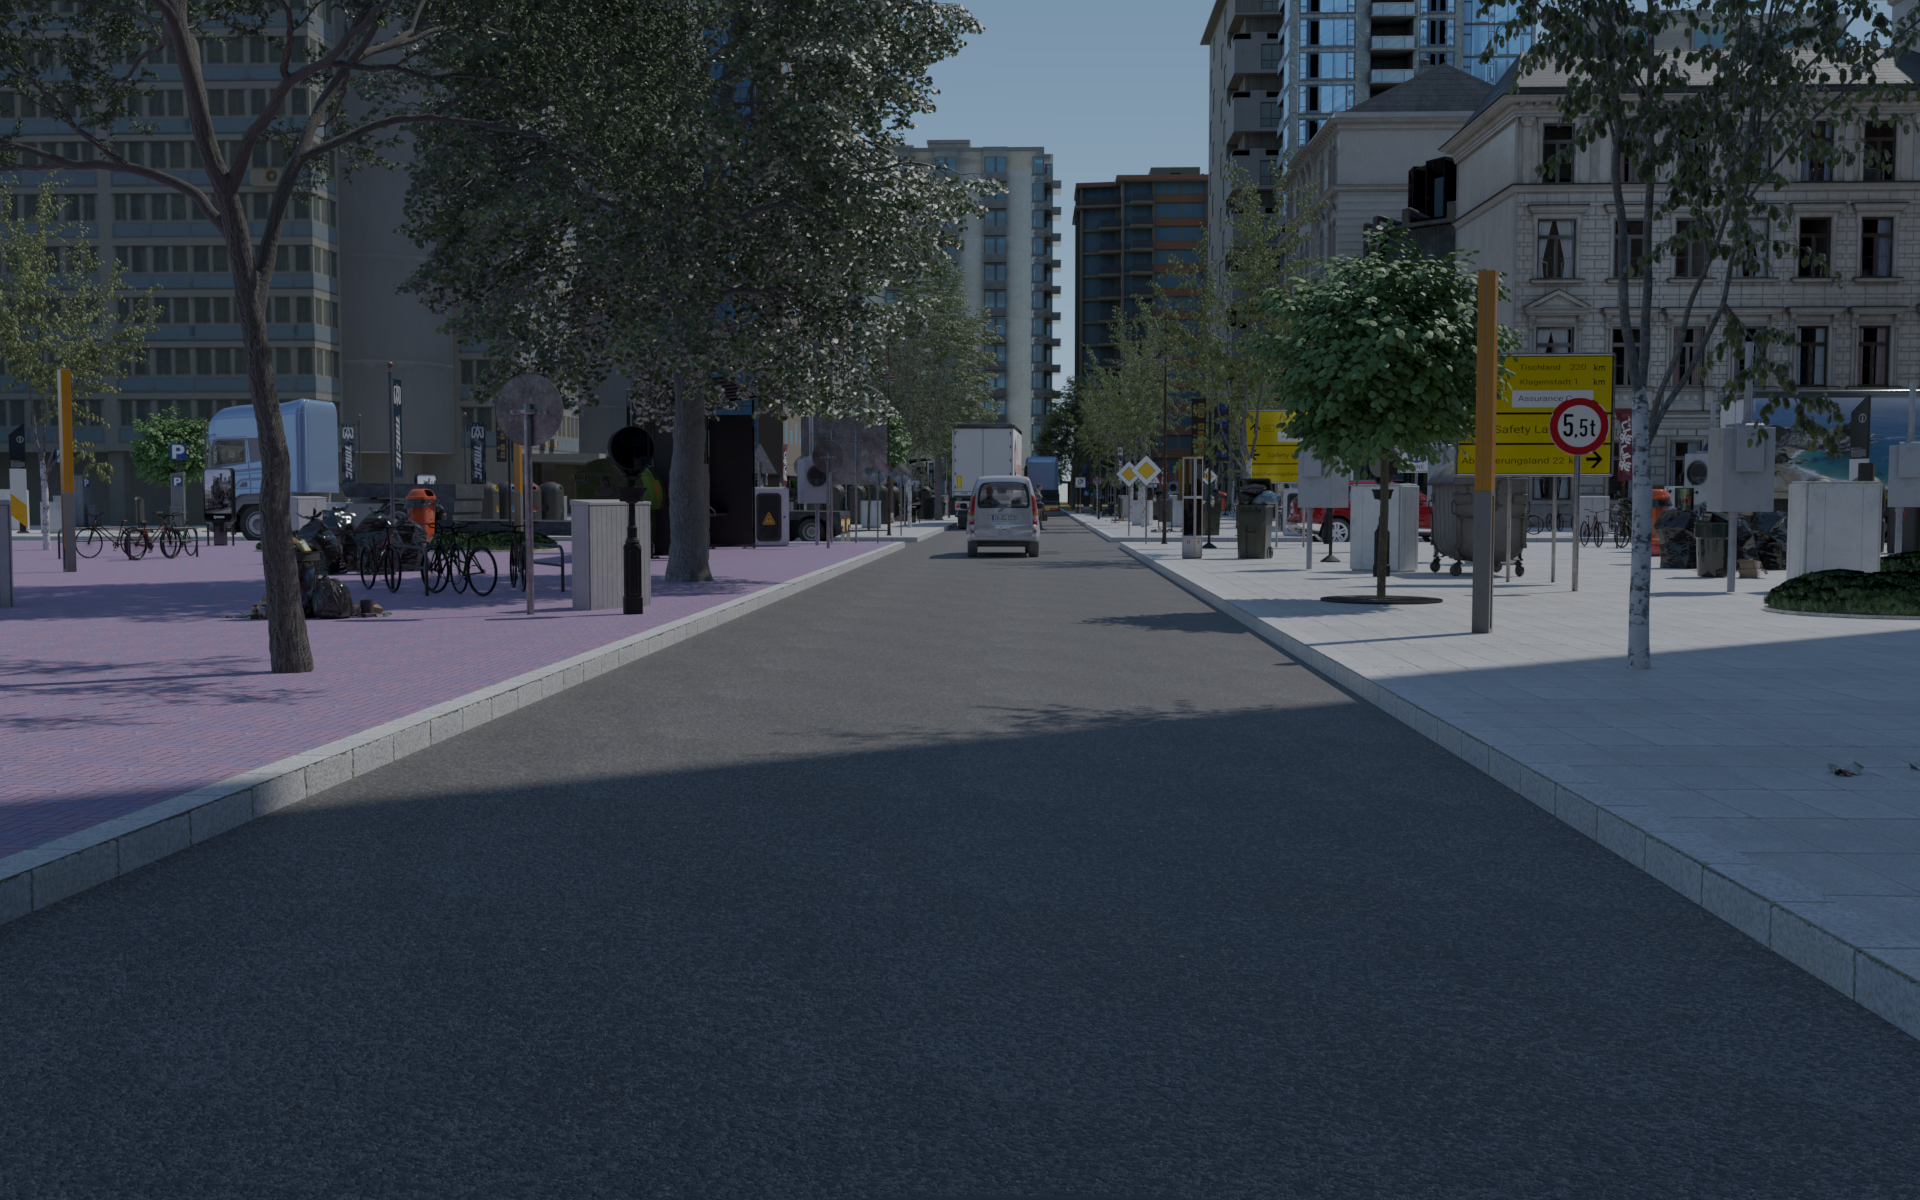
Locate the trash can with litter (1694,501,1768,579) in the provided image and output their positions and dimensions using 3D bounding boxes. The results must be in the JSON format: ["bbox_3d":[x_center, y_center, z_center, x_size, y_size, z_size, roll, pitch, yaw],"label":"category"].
[{"bbox_3d":[11.848,-0.931,26.610,1.055,1.170,0.624,2,4,32],"label":"trash can with litter"}]

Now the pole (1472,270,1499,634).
[{"bbox_3d":[4.828,-1.350,15.917,0.158,3.312,0.155,0,3,0],"label":"pole"}]

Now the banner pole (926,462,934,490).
[{"bbox_3d":[-2.154,-8.095,122.367,0.863,3.779,0.401,3,5,39],"label":"banner pole"}]

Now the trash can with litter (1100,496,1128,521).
[{"bbox_3d":[7.752,-4.357,82.294,1.678,1.210,2.233,1,4,12],"label":"trash can with litter"}]

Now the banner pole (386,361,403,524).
[{"bbox_3d":[-10.745,-2.628,32.982,0.401,3.779,0.863,0,4,2],"label":"banner pole"}]

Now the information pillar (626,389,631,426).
[{"bbox_3d":[-7.364,-2.886,38.547,0.183,3.616,0.504,-1,4,-10],"label":"information pillar"}]

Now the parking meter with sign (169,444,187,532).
[{"bbox_3d":[-26.890,-3.868,59.505,0.543,3.016,1.738,-1,4,-21],"label":"parking meter with sign"}]

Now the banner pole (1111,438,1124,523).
[{"bbox_3d":[6.983,-5.286,76.437,0.401,3.779,0.863,3,4,38],"label":"banner pole"}]

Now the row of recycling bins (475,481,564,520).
[{"bbox_3d":[-14.709,-3.086,57.573,1.069,1.692,3.534,3,4,37],"label":"row of recycling bins"}]

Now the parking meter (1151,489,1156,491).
[{"bbox_3d":[12.901,-6.706,115.360,0.399,1.863,0.255,0,4,-5],"label":"parking meter"}]

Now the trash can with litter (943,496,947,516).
[{"bbox_3d":[-1.302,-5.301,98.066,1.055,1.170,0.624,-1,4,-10],"label":"trash can with litter"}]

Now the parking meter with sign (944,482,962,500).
[{"bbox_3d":[-0.681,-7.017,110.989,1.738,3.016,0.543,1,4,13],"label":"parking meter with sign"}]

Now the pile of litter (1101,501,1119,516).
[{"bbox_3d":[8.938,-5.285,100.367,1.719,0.858,1.176,-1,4,-13],"label":"pile of litter"}]

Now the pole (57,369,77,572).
[{"bbox_3d":[-14.653,-2.114,28.414,0.158,3.312,0.155,0,3,0],"label":"pole"}]

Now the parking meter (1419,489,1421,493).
[{"bbox_3d":[19.738,-4.064,74.857,0.372,1.533,0.369,0,3,0],"label":"parking meter"}]

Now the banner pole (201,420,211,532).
[{"bbox_3d":[-25.488,-4.218,58.988,0.401,3.779,0.863,1,4,22],"label":"banner pole"}]

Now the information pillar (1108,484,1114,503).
[{"bbox_3d":[10.929,-7.390,125.314,0.304,2.012,0.304,-2,4,-35],"label":"information pillar"}]

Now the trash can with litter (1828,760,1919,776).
[{"bbox_3d":[4.973,0.226,7.355,2.233,1.210,1.678,3,5,43],"label":"trash can with litter"}]

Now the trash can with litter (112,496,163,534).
[{"bbox_3d":[-26.922,-2.778,56.483,1.678,1.210,2.233,-1,4,-16],"label":"trash can with litter"}]

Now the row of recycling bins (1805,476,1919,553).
[{"bbox_3d":[20.206,-1.880,37.846,3.534,1.692,1.069,3,5,43],"label":"row of recycling bins"}]

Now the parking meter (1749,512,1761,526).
[{"bbox_3d":[19.030,-2.012,41.300,0.372,1.533,0.369,0,3,0],"label":"parking meter"}]

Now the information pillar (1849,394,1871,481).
[{"bbox_3d":[21.216,-3.027,40.850,0.183,3.616,0.504,-1,4,-22],"label":"information pillar"}]

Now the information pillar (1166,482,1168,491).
[{"bbox_3d":[12.423,-6.141,104.900,0.304,2.012,0.304,0,4,-7],"label":"information pillar"}]

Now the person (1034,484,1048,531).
[{"bbox_3d":[3.022,-3.640,67.986,0.822,1.834,0.622,0,4,5],"label":"person"}]

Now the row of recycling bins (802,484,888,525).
[{"bbox_3d":[-4.758,-4.043,73.213,3.534,1.692,1.069,0,4,2],"label":"row of recycling bins"}]

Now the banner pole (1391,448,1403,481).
[{"bbox_3d":[9.734,-2.993,38.959,0.401,3.779,0.863,-1,4,-21],"label":"banner pole"}]

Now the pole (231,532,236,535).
[{"bbox_3d":[-22.883,-3.707,54.456,0.158,3.312,0.155,0,3,0],"label":"pole"}]

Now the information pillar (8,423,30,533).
[{"bbox_3d":[-30.839,-3.998,56.729,0.504,3.616,0.183,-3,5,-41],"label":"information pillar"}]

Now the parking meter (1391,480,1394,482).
[{"bbox_3d":[15.135,-3.395,61.220,0.399,1.863,0.255,2,4,34],"label":"parking meter"}]

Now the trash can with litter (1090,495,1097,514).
[{"bbox_3d":[8.802,-6.010,109.316,1.678,1.210,2.233,1,4,11],"label":"trash can with litter"}]

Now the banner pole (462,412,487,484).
[{"bbox_3d":[-14.953,-3.864,53.193,0.863,3.779,0.401,0,4,-5],"label":"banner pole"}]

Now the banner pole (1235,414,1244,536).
[{"bbox_3d":[8.529,-3.814,52.369,0.401,3.779,0.863,1,4,9],"label":"banner pole"}]

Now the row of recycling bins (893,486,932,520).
[{"bbox_3d":[-3.075,-4.943,87.923,3.534,1.692,1.069,1,4,19],"label":"row of recycling bins"}]

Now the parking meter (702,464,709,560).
[{"bbox_3d":[-5.126,-1.720,33.829,0.399,1.863,0.255,2,4,29],"label":"parking meter"}]

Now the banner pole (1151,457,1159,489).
[{"bbox_3d":[12.692,-7.487,112.435,0.863,3.779,0.401,-2,4,-32],"label":"banner pole"}]

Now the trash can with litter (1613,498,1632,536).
[{"bbox_3d":[20.455,-2.525,52.670,1.055,1.170,0.624,-1,4,-22],"label":"trash can with litter"}]

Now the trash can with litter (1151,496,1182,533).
[{"bbox_3d":[7.292,-2.881,58.166,2.233,1.210,1.678,-1,4,-21],"label":"trash can with litter"}]

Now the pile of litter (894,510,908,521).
[{"bbox_3d":[-2.694,-4.159,81.964,1.176,0.858,1.719,1,4,18],"label":"pile of litter"}]

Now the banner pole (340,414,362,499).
[{"bbox_3d":[-18.968,-3.924,54.169,0.401,3.779,0.863,3,5,39],"label":"banner pole"}]

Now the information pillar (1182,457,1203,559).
[{"bbox_3d":[4.598,-1.821,34.257,0.304,2.012,0.304,3,4,37],"label":"information pillar"}]

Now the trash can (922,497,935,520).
[{"bbox_3d":[-1.524,-4.555,86.120,0.748,1.137,0.748,0,3,0],"label":"trash can"}]

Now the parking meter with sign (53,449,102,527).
[{"bbox_3d":[-33.991,-4.316,66.819,1.738,3.016,0.543,1,4,13],"label":"parking meter with sign"}]

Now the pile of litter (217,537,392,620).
[{"bbox_3d":[-6.876,-0.257,18.165,1.719,0.858,1.176,1,4,16],"label":"pile of litter"}]

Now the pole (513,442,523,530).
[{"bbox_3d":[-10.524,-2.900,41.255,0.158,3.312,0.155,0,3,0],"label":"pole"}]

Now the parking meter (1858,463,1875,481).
[{"bbox_3d":[17.005,-1.641,32.537,0.255,1.863,0.399,2,4,33],"label":"parking meter"}]

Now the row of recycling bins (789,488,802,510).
[{"bbox_3d":[-11.167,-6.970,121.075,3.534,1.692,1.069,0,4,8],"label":"row of recycling bins"}]

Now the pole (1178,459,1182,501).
[{"bbox_3d":[12.776,-6.521,100.454,0.158,3.312,0.155,0,3,0],"label":"pole"}]
